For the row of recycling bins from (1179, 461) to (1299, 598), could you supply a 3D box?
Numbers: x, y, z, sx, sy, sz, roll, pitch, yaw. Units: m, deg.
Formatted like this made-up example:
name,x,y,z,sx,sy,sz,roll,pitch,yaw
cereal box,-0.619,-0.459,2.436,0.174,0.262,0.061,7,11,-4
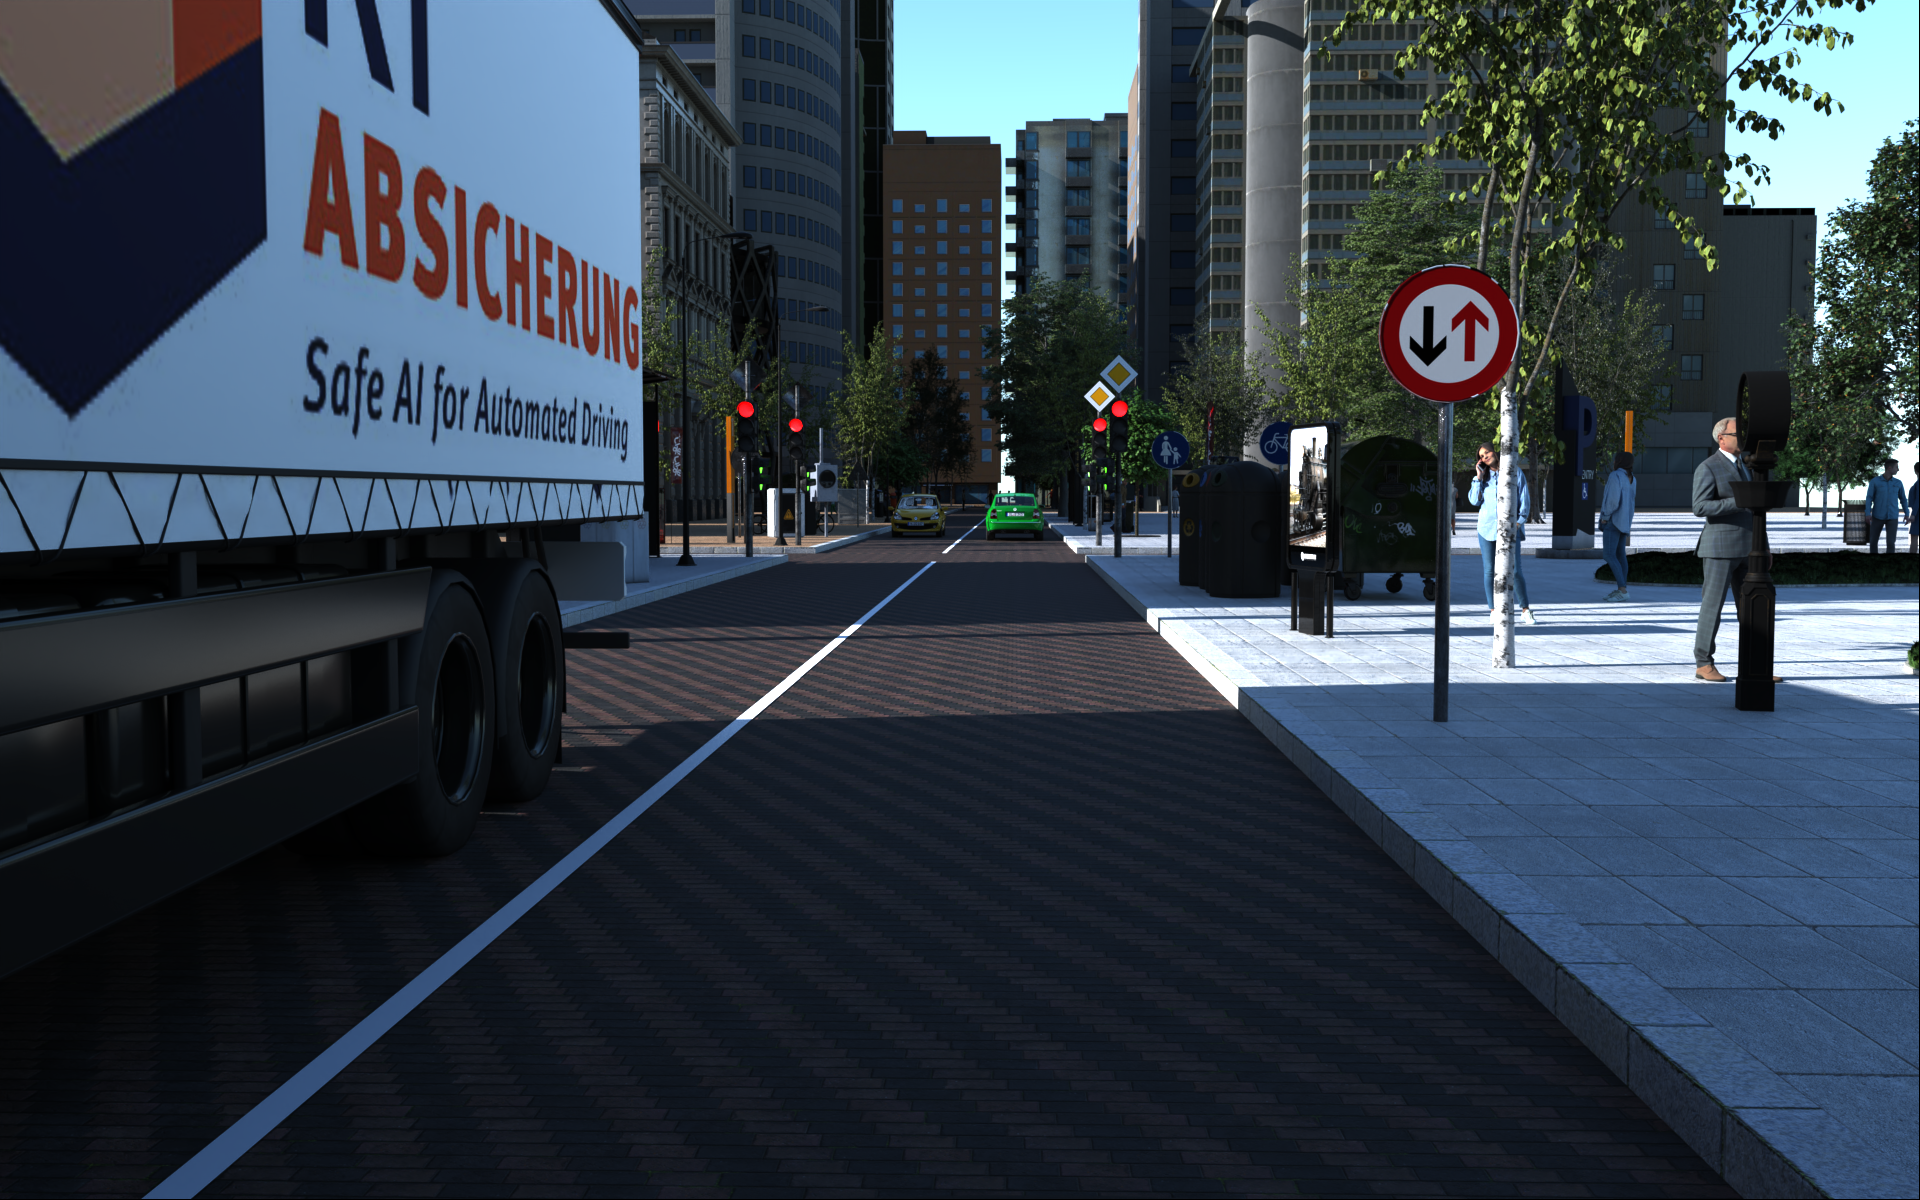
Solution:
name,x,y,z,sx,sy,sz,roll,pitch,yaw
row of recycling bins,3.585,-0.970,22.969,1.069,1.692,3.534,0,4,0

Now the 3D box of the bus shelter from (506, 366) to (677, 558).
name,x,y,z,sx,sy,sz,roll,pitch,yaw
bus shelter,-6.666,-2.485,31.917,1.731,3.624,6.357,0,4,2

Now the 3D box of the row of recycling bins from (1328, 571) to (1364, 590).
name,x,y,z,sx,sy,sz,roll,pitch,yaw
row of recycling bins,5.044,-1.084,24.843,1.069,1.692,3.534,0,4,2

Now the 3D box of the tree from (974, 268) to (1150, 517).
name,x,y,z,sx,sy,sz,roll,pitch,yaw
tree,5.706,-11.634,96.871,9.857,13.997,8.962,0,3,0

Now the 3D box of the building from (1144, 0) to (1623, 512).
name,x,y,z,sx,sy,sz,roll,pitch,yaw
building,30.550,-26.758,129.379,32.217,40.220,23.993,0,4,2

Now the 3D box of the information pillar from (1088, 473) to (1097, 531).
name,x,y,z,sx,sy,sz,roll,pitch,yaw
information pillar,4.600,-3.371,59.613,0.304,2.012,0.304,-1,4,-15

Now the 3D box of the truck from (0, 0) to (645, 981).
name,x,y,z,sx,sy,sz,roll,pitch,yaw
truck,-3.173,-0.970,4.773,2.839,4.237,11.283,0,4,1

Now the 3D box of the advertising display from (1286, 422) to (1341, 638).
name,x,y,z,sx,sy,sz,roll,pitch,yaw
advertising display,3.223,-0.649,15.832,0.123,1.923,0.974,-1,4,-11

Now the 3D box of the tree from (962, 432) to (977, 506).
name,x,y,z,sx,sy,sz,roll,pitch,yaw
tree,-1.112,-13.605,172.810,4.360,8.622,3.978,0,3,0

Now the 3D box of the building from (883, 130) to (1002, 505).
name,x,y,z,sx,sy,sz,roll,pitch,yaw
building,-1.971,-34.640,216.479,14.200,45.320,14.600,0,4,2

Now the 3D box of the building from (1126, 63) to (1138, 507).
name,x,y,z,sx,sy,sz,roll,pitch,yaw
building,24.473,-32.250,177.393,14.600,45.320,14.200,0,4,2

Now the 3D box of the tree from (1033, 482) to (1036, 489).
name,x,y,z,sx,sy,sz,roll,pitch,yaw
tree,8.693,-11.541,172.406,4.285,4.588,4.351,0,3,0

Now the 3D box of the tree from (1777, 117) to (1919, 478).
name,x,y,z,sx,sy,sz,roll,pitch,yaw
tree,28.959,-8.205,51.162,9.611,12.733,9.660,0,3,0

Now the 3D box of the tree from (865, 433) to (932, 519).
name,x,y,z,sx,sy,sz,roll,pitch,yaw
tree,-3.212,-6.441,89.030,4.285,4.588,4.351,0,3,0

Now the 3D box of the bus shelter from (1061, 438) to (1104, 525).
name,x,y,z,sx,sy,sz,roll,pitch,yaw
bus shelter,5.302,-5.125,75.084,1.731,3.624,6.357,0,4,2

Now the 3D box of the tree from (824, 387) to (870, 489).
name,x,y,z,sx,sy,sz,roll,pitch,yaw
tree,-7.008,-10.142,116.189,4.360,8.622,3.978,0,3,0

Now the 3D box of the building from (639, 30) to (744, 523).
name,x,y,z,sx,sy,sz,roll,pitch,yaw
building,-17.368,-15.554,83.188,11.050,23.489,19.941,0,4,2

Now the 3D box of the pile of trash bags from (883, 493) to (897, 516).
name,x,y,z,sx,sy,sz,roll,pitch,yaw
pile of trash bags,-3.766,-5.555,100.583,1.912,1.369,3.447,0,4,0

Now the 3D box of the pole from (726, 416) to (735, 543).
name,x,y,z,sx,sy,sz,roll,pitch,yaw
pole,-6.029,-3.162,45.545,0.158,3.312,0.155,0,3,0

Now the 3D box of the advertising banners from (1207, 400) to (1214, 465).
name,x,y,z,sx,sy,sz,roll,pitch,yaw
advertising banners,4.649,-2.275,33.381,0.090,3.025,2.074,0,4,-4

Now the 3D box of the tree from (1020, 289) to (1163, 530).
name,x,y,z,sx,sy,sz,roll,pitch,yaw
tree,4.442,-6.857,62.471,4.737,8.622,4.395,0,3,0

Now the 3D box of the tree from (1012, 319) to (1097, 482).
name,x,y,z,sx,sy,sz,roll,pitch,yaw
tree,7.023,-11.787,110.840,7.486,12.596,7.792,0,3,0

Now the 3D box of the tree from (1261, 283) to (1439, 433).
name,x,y,z,sx,sy,sz,roll,pitch,yaw
tree,23.058,-11.612,100.231,12.009,13.543,11.850,0,3,0

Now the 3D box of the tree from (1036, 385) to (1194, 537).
name,x,y,z,sx,sy,sz,roll,pitch,yaw
tree,5.406,-4.181,52.075,4.285,4.588,4.351,0,3,0

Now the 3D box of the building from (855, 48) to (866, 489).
name,x,y,z,sx,sy,sz,roll,pitch,yaw
building,-16.095,-28.802,154.507,14.154,41.232,14.086,0,4,2

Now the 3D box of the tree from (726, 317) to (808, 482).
name,x,y,z,sx,sy,sz,roll,pitch,yaw
tree,-9.124,-7.385,71.104,4.737,8.622,4.395,0,3,0

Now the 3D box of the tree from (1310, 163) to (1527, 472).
name,x,y,z,sx,sy,sz,roll,pitch,yaw
tree,15.586,-8.694,60.275,7.486,12.596,7.792,0,3,0

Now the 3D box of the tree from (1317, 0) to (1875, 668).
name,x,y,z,sx,sy,sz,roll,pitch,yaw
tree,4.267,-3.805,12.567,4.737,8.622,4.395,0,3,0

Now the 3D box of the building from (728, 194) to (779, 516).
name,x,y,z,sx,sy,sz,roll,pitch,yaw
building,-19.319,-14.350,102.075,16.820,18.784,16.811,0,4,2

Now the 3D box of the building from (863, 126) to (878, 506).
name,x,y,z,sx,sy,sz,roll,pitch,yaw
building,-22.834,-31.867,175.648,28.867,44.769,22.147,0,4,2

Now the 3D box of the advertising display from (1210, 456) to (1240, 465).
name,x,y,z,sx,sy,sz,roll,pitch,yaw
advertising display,4.507,-1.485,29.494,0.123,1.923,0.974,2,4,32

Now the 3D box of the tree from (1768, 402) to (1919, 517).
name,x,y,z,sx,sy,sz,roll,pitch,yaw
tree,52.101,-8.110,95.510,11.467,7.101,20.602,-2,4,-32

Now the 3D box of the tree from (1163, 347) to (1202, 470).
name,x,y,z,sx,sy,sz,roll,pitch,yaw
tree,11.260,-7.707,76.379,4.737,8.622,4.395,0,3,0

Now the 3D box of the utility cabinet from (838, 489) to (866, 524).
name,x,y,z,sx,sy,sz,roll,pitch,yaw
utility cabinet,-4.500,-3.889,72.257,1.173,1.500,0.318,0,4,-3

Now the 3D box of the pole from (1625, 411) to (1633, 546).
name,x,y,z,sx,sy,sz,roll,pitch,yaw
pole,16.395,-2.977,42.513,0.158,3.312,0.155,0,3,0

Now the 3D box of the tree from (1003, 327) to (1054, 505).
name,x,y,z,sx,sy,sz,roll,pitch,yaw
tree,10.162,-20.549,191.872,12.611,20.169,13.585,0,3,0

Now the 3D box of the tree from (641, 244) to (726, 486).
name,x,y,z,sx,sy,sz,roll,pitch,yaw
tree,-9.047,-5.950,47.646,4.737,8.622,4.395,0,3,0

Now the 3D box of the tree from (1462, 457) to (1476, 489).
name,x,y,z,sx,sy,sz,roll,pitch,yaw
tree,31.892,-9.843,111.288,4.360,8.622,3.978,0,3,0

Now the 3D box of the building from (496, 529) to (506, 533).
name,x,y,z,sx,sy,sz,roll,pitch,yaw
building,-20.806,-11.737,59.349,16.820,18.784,16.811,0,4,2

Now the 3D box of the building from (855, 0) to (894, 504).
name,x,y,z,sx,sy,sz,roll,pitch,yaw
building,-19.267,-47.776,219.393,20.611,71.187,20.563,0,4,2

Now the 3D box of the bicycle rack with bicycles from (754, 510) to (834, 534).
name,x,y,z,sx,sy,sz,roll,pitch,yaw
bicycle rack with bicycles,-5.535,-2.625,56.309,2.925,0.926,2.852,-1,4,-14

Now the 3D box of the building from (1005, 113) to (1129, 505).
name,x,y,z,sx,sy,sz,roll,pitch,yaw
building,21.013,-36.747,220.427,30.456,49.044,23.786,0,4,2

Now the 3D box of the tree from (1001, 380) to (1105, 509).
name,x,y,z,sx,sy,sz,roll,pitch,yaw
tree,8.308,-14.174,148.748,9.611,12.733,9.660,0,3,0

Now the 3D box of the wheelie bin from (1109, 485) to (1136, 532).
name,x,y,z,sx,sy,sz,roll,pitch,yaw
wheelie bin,5.554,-3.109,58.738,0.980,1.594,0.693,0,4,3

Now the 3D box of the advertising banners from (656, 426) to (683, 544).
name,x,y,z,sx,sy,sz,roll,pitch,yaw
advertising banners,-7.787,-2.952,44.448,0.090,3.025,2.074,3,4,36

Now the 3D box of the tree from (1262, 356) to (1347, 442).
name,x,y,z,sx,sy,sz,roll,pitch,yaw
tree,23.990,-10.876,112.234,8.767,10.594,7.601,0,4,3

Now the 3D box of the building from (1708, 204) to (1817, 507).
name,x,y,z,sx,sy,sz,roll,pitch,yaw
building,76.968,-24.775,176.776,14.107,30.474,14.160,0,4,2

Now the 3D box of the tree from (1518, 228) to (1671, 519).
name,x,y,z,sx,sy,sz,roll,pitch,yaw
tree,17.524,-6.006,48.561,4.360,8.622,3.978,0,3,0

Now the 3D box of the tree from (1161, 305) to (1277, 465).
name,x,y,z,sx,sy,sz,roll,pitch,yaw
tree,10.127,-7.217,68.361,4.360,8.622,3.978,0,3,0

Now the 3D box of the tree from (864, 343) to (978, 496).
name,x,y,z,sx,sy,sz,roll,pitch,yaw
tree,-2.471,-10.521,106.426,7.601,10.594,8.767,0,4,4

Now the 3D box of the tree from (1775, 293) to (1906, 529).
name,x,y,z,sx,sy,sz,roll,pitch,yaw
tree,32.013,-6.919,63.486,4.360,8.622,3.978,0,3,0

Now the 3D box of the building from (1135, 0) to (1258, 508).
name,x,y,z,sx,sy,sz,roll,pitch,yaw
building,26.430,-37.512,155.312,21.231,58.520,28.212,0,4,2

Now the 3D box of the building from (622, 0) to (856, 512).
name,x,y,z,sx,sy,sz,roll,pitch,yaw
building,-19.776,-36.130,132.717,21.231,58.520,28.212,0,4,2

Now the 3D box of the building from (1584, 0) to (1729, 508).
name,x,y,z,sx,sy,sz,roll,pitch,yaw
building,55.932,-35.462,169.041,27.495,52.752,28.713,0,4,2

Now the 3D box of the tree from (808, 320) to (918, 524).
name,x,y,z,sx,sy,sz,roll,pitch,yaw
tree,-3.925,-7.578,74.256,4.737,8.622,4.395,0,3,0

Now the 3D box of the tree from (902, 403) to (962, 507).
name,x,y,z,sx,sy,sz,roll,pitch,yaw
tree,-2.353,-10.874,128.147,4.360,8.622,3.978,0,3,0

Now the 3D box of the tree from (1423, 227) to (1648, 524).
name,x,y,z,sx,sy,sz,roll,pitch,yaw
tree,24.765,-9.654,74.846,9.611,12.733,9.660,0,3,0

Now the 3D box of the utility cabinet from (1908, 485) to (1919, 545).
name,x,y,z,sx,sy,sz,roll,pitch,yaw
utility cabinet,23.996,-2.071,42.539,0.318,1.500,1.173,-3,4,-38

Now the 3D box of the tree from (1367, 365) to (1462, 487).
name,x,y,z,sx,sy,sz,roll,pitch,yaw
tree,22.443,-8.453,88.573,4.360,8.622,3.978,0,3,0
